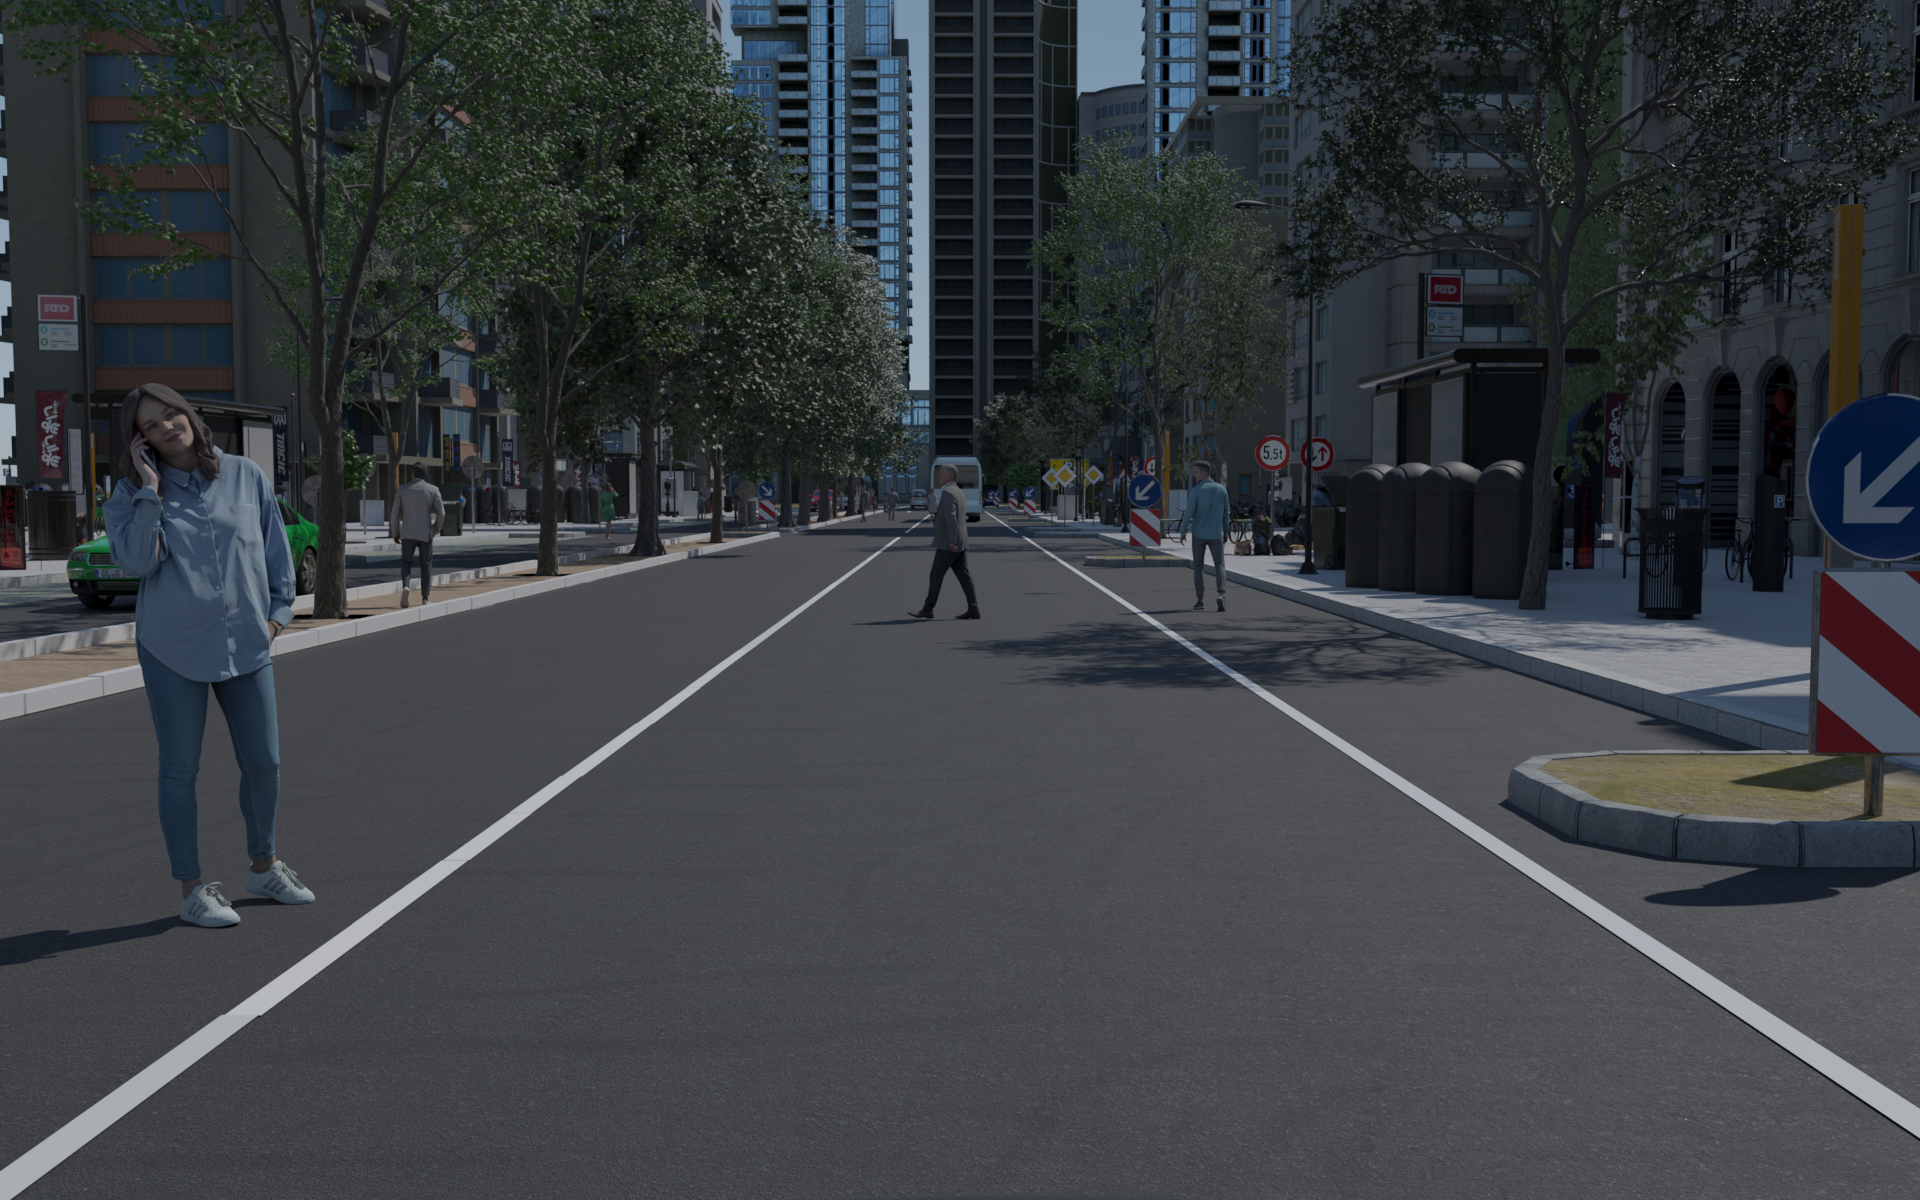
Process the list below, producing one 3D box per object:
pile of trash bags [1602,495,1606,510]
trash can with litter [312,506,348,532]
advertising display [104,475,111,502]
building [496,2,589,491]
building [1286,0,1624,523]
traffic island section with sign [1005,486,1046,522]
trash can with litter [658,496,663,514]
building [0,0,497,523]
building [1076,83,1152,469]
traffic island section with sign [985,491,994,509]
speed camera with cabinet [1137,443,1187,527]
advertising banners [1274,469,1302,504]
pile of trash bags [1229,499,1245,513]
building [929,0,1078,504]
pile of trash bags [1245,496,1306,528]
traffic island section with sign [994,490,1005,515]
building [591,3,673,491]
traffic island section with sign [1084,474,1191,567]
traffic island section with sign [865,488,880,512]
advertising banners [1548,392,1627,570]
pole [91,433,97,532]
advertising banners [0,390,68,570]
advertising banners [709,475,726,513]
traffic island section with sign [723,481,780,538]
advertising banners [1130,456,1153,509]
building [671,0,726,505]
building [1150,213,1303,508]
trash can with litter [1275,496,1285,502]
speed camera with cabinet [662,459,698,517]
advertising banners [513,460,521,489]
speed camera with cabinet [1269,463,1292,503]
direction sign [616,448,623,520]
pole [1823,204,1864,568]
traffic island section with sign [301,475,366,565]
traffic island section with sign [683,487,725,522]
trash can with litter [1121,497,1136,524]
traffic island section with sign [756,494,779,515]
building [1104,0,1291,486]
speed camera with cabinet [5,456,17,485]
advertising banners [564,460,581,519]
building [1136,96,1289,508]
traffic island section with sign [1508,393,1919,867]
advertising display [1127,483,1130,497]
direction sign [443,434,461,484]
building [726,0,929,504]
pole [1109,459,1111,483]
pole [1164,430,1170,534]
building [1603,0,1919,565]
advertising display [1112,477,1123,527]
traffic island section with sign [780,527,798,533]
[{"bbox_3d":[16.305,-2.341,48.031,3.447,1.369,1.912,-1,4,-15],"label":"pile of trash bags"},{"bbox_3d":[-21.085,-2.851,58.001,0.624,1.170,1.055,2,4,27],"label":"trash can with litter"},{"bbox_3d":[-28.189,-3.239,58.169,0.974,1.923,0.123,-3,4,-38],"label":"advertising display"},{"bbox_3d":[-33.652,-26.616,118.759,14.154,41.232,14.086,0,3,0],"label":"building"},{"bbox_3d":[23.701,-24.348,81.678,14.086,41.232,14.154,0,3,0],"label":"building"},{"bbox_3d":[3.486,-4.985,90.140,1.989,1.847,2.006,0,3,0],"label":"traffic island section with sign"},{"bbox_3d":[-19.360,-6.034,109.709,2.233,1.210,1.678,-1,4,-8],"label":"trash can with litter"},{"bbox_3d":[-35.874,-26.581,89.228,22.147,44.769,28.867,0,3,0],"label":"building"},{"bbox_3d":[30.476,-42.999,245.030,28.212,58.520,21.231,0,3,0],"label":"building"},{"bbox_3d":[3.421,-9.742,167.915,1.989,1.847,2.006,0,3,0],"label":"traffic island section with sign"},{"bbox_3d":[7.851,-4.458,67.217,2.038,3.252,0.660,3,5,44],"label":"speed camera with cabinet"},{"bbox_3d":[19.110,-6.376,100.439,2.074,3.025,0.090,1,4,9],"label":"advertising banners"},{"bbox_3d":[12.275,-4.307,80.170,1.912,1.369,3.447,-3,4,-36],"label":"pile of trash bags"},{"bbox_3d":[6.066,-49.248,243.454,20.611,71.187,20.563,0,3,0],"label":"building"},{"bbox_3d":[12.988,-3.466,66.415,3.447,1.369,1.912,0,4,-7],"label":"pile of trash bags"},{"bbox_3d":[3.457,-6.634,117.095,1.989,1.847,2.006,0,3,0],"label":"traffic island section with sign"},{"bbox_3d":[-37.649,-51.469,154.195,22.319,86.520,31.000,0,3,0],"label":"building"},{"bbox_3d":[3.531,-1.605,34.865,1.989,1.847,2.006,0,3,0],"label":"traffic island section with sign"},{"bbox_3d":[-7.261,-8.085,140.332,2.006,1.907,1.989,0,3,0],"label":"traffic island section with sign"},{"bbox_3d":[10.620,-2.035,29.466,2.074,3.025,0.090,-2,4,-29],"label":"advertising banners"},{"bbox_3d":[-29.001,-3.917,57.887,0.158,3.312,0.155,0,3,0],"label":"pole"},{"bbox_3d":[-16.059,-2.017,29.173,2.074,3.025,0.090,0,4,-4],"label":"advertising banners"},{"bbox_3d":[-16.832,-7.429,117.656,2.074,3.025,0.090,0,4,1],"label":"advertising banners"},{"bbox_3d":[-7.193,-3.037,57.786,2.006,1.907,1.989,0,3,0],"label":"traffic island section with sign"},{"bbox_3d":[8.639,-5.079,79.229,2.074,3.025,0.090,-2,4,-26],"label":"advertising banners"},{"bbox_3d":[-41.077,-39.884,194.107,28.212,58.520,21.231,0,3,0],"label":"building"},{"bbox_3d":[28.747,-16.890,121.198,27.650,21.520,28.899,0,3,0],"label":"building"},{"bbox_3d":[17.356,-4.970,92.639,1.055,1.170,0.624,3,5,40],"label":"trash can with litter"},{"bbox_3d":[-15.996,-6.398,98.951,2.038,3.252,0.660,-3,4,-37],"label":"speed camera with cabinet"},{"bbox_3d":[-22.613,-5.773,90.577,0.090,3.025,2.074,2,4,30],"label":"advertising banners"},{"bbox_3d":[17.579,-6.159,95.043,0.660,3.252,2.038,-1,4,-11],"label":"speed camera with cabinet"},{"bbox_3d":[-16.665,-5.660,84.537,0.379,3.537,0.876,-1,4,-11],"label":"direction sign"},{"bbox_3d":[6.285,-1.132,12.345,0.158,3.312,0.155,0,3,0],"label":"pole"},{"bbox_3d":[-13.294,-1.636,35.382,1.989,1.847,2.006,0,3,0],"label":"traffic island section with sign"},{"bbox_3d":[-13.353,-5.016,90.639,1.989,1.847,2.006,0,3,0],"label":"traffic island section with sign"},{"bbox_3d":[7.062,-3.872,74.693,1.055,1.170,0.624,-3,5,-43],"label":"trash can with litter"},{"bbox_3d":[-13.360,-6.665,117.595,1.989,1.847,2.006,0,3,0],"label":"traffic island section with sign"},{"bbox_3d":[28.295,-53.550,188.220,22.319,86.520,31.000,0,3,0],"label":"building"},{"bbox_3d":[-48.997,-5.801,89.178,0.660,3.252,2.038,0,4,-7],"label":"speed camera with cabinet"},{"bbox_3d":[-20.011,-5.575,87.335,2.074,3.025,0.090,0,4,-8],"label":"advertising banners"},{"bbox_3d":[32.767,-28.765,162.192,32.217,40.220,23.993,0,3,0],"label":"building"},{"bbox_3d":[3.548,0.063,7.594,1.989,1.847,2.006,0,3,0],"label":"traffic island section with sign"},{"bbox_3d":[8.680,-5.298,91.841,0.974,1.923,0.123,3,4,38],"label":"advertising display"},{"bbox_3d":[-19.177,-4.489,65.395,0.876,3.537,0.379,2,4,29],"label":"direction sign"},{"bbox_3d":[-19.740,-56.967,244.074,31.000,86.520,22.319,0,3,0],"label":"building"},{"bbox_3d":[8.625,-6.453,99.346,0.158,3.312,0.155,0,3,0],"label":"pole"},{"bbox_3d":[6.616,-3.765,55.395,0.158,3.312,0.155,0,3,0],"label":"pole"},{"bbox_3d":[23.156,-11.739,33.731,13.314,21.916,24.055,0,3,0],"label":"building"},{"bbox_3d":[6.153,-3.813,67.558,0.123,1.923,0.974,-1,4,-13],"label":"advertising display"},{"bbox_3d":[-7.189,-3.490,65.193,2.006,1.907,1.989,0,3,0],"label":"traffic island section with sign"}]
